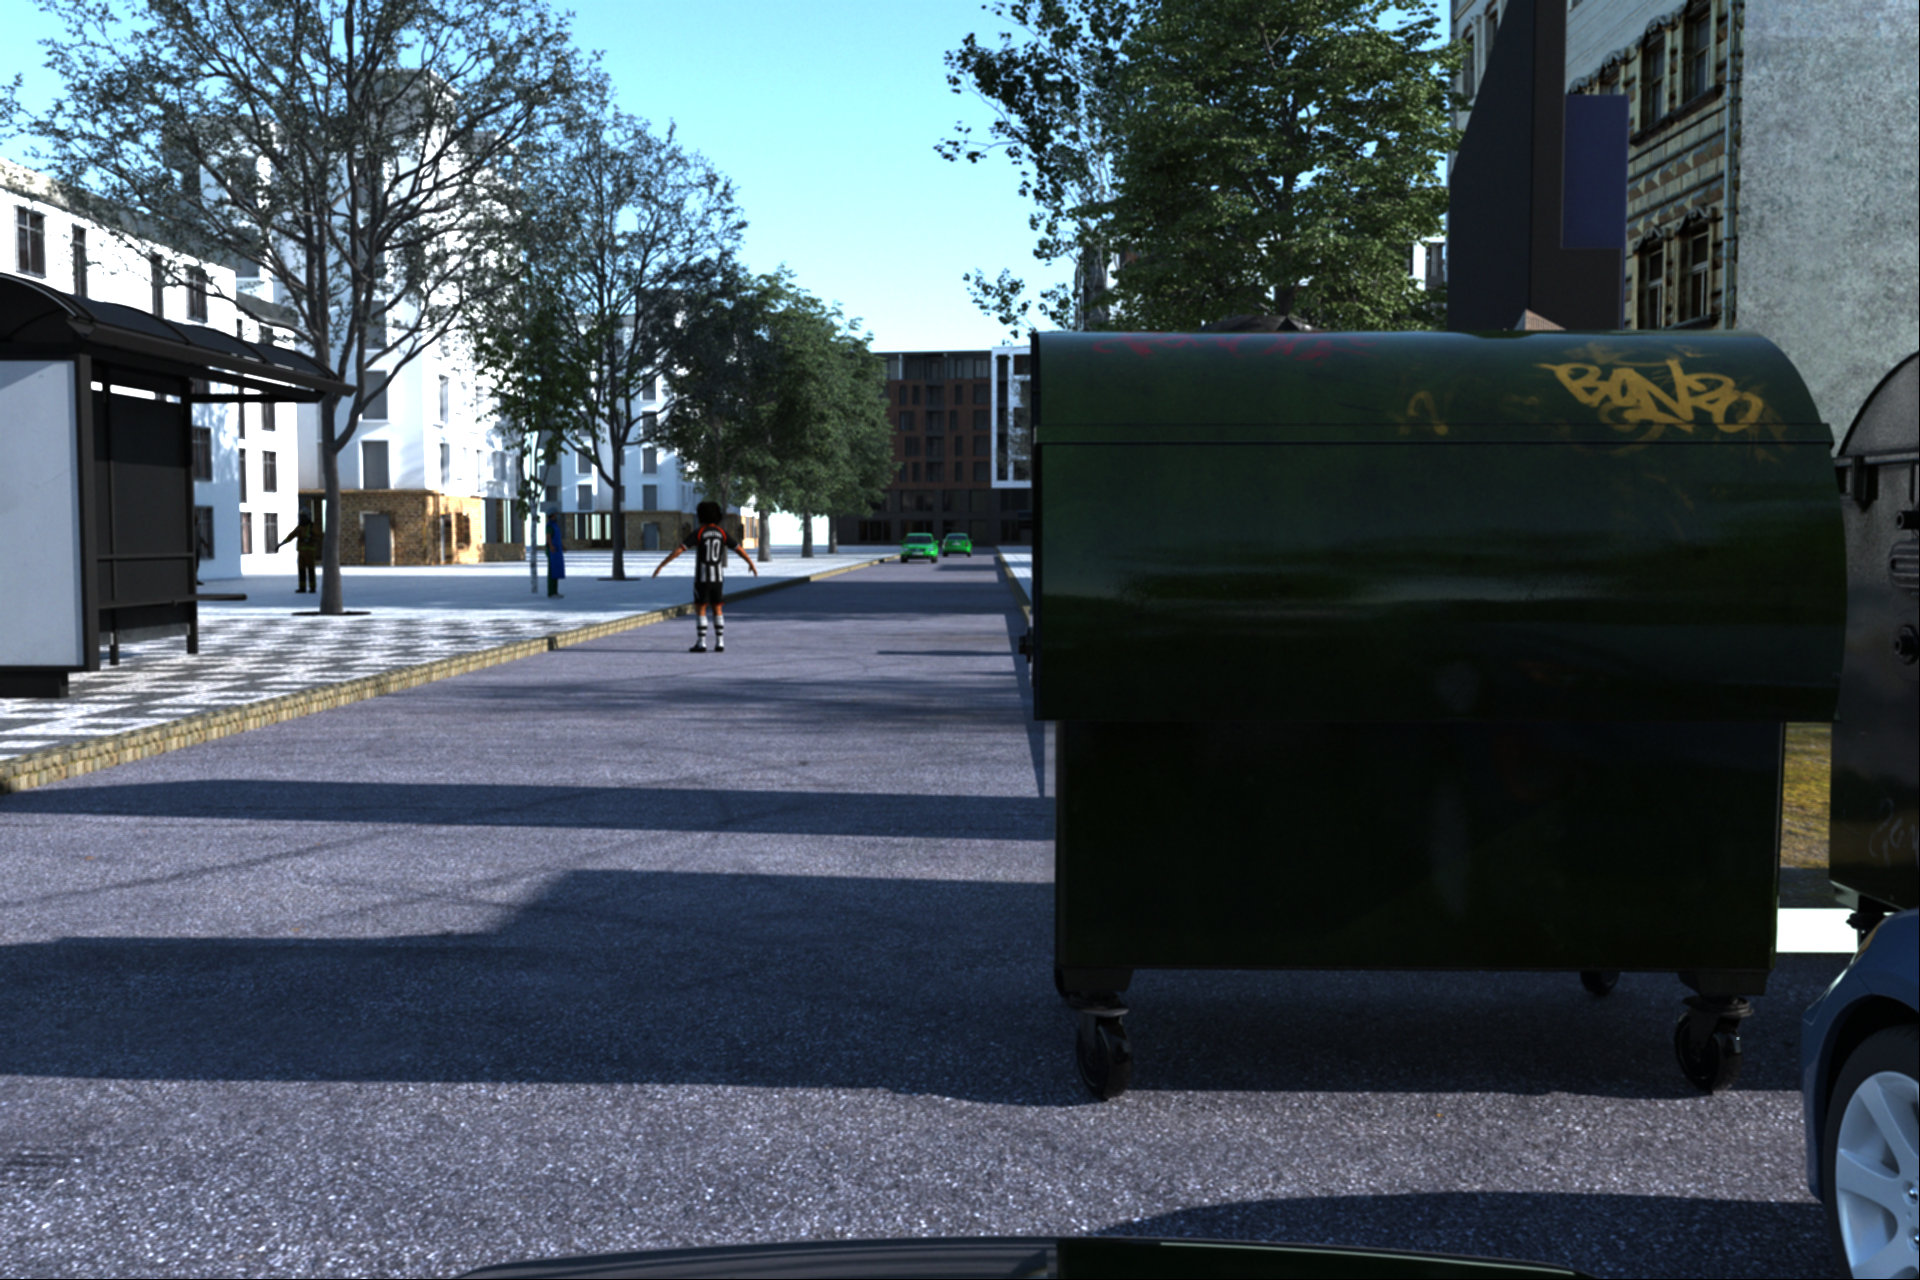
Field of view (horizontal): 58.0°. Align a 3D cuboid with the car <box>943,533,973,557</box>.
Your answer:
[{"bbox_3d":[-0.168,-6.165,109.590,1.959,1.807,4.718,0,4,1],"label":"car"}]

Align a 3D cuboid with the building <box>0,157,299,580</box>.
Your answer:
[{"bbox_3d":[-25.765,-6.678,51.329,9.099,9.664,28.070,0,4,0],"label":"building"}]

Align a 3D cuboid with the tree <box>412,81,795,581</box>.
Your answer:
[{"bbox_3d":[-9.598,-8.395,47.621,12.009,13.543,11.850,0,3,0],"label":"tree"}]

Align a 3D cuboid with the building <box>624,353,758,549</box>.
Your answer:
[{"bbox_3d":[-24.582,-18.077,151.973,16.016,20.090,11.380,0,4,2],"label":"building"}]

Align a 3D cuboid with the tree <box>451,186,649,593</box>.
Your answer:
[{"bbox_3d":[-9.152,-5.351,37.849,4.737,8.622,4.395,0,3,0],"label":"tree"}]

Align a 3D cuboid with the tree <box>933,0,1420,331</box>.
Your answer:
[{"bbox_3d":[5.483,-11.570,45.066,12.611,20.169,13.585,0,3,0],"label":"tree"}]

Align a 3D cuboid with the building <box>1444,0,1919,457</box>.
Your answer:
[{"bbox_3d":[22.166,-12.616,37.204,19.493,23.208,18.063,0,4,1],"label":"building"}]

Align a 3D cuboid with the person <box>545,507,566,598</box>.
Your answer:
[{"bbox_3d":[-8.100,-1.744,34.648,0.704,1.817,1.347,0,4,-3],"label":"person"}]

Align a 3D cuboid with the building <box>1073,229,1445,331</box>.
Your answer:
[{"bbox_3d":[22.538,-17.665,132.797,27.936,21.610,32.646,0,4,1],"label":"building"}]

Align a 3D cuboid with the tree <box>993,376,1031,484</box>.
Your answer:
[{"bbox_3d":[7.452,-11.994,106.473,12.009,13.543,11.850,0,3,0],"label":"tree"}]

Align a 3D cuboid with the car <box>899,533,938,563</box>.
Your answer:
[{"bbox_3d":[-2.039,-4.773,86.839,1.959,1.807,4.718,0,4,1],"label":"car"}]

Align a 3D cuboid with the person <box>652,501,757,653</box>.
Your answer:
[{"bbox_3d":[-3.061,-0.760,21.030,1.345,1.843,0.704,-2,4,-30],"label":"person"}]

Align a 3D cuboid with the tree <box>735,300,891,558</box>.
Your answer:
[{"bbox_3d":[-8.458,-11.478,94.327,9.857,13.997,8.962,0,3,0],"label":"tree"}]

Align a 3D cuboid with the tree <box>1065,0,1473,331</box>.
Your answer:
[{"bbox_3d":[5.486,-6.832,29.823,7.486,12.596,7.792,0,3,0],"label":"tree"}]

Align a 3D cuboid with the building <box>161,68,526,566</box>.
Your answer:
[{"bbox_3d":[-26.430,-13.181,71.924,16.016,20.090,11.380,0,4,0],"label":"building"}]

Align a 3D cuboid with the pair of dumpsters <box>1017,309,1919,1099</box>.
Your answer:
[{"bbox_3d":[2.378,0.007,4.829,4.436,2.255,1.574,0,4,1],"label":"pair of dumpsters"}]

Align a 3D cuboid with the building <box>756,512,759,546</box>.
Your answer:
[{"bbox_3d":[-26.075,-19.222,170.694,16.016,20.090,11.380,0,4,2],"label":"building"}]

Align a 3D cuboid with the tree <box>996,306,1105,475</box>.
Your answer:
[{"bbox_3d":[6.983,-11.175,93.074,12.009,13.543,11.850,0,3,0],"label":"tree"}]

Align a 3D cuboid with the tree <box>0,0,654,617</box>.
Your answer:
[{"bbox_3d":[-9.811,-7.136,27.050,12.009,13.543,11.850,0,3,0],"label":"tree"}]

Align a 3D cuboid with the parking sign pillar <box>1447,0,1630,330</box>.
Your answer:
[{"bbox_3d":[2.702,-1.211,8.270,1.447,3.967,1.447,0,3,0],"label":"parking sign pillar"}]

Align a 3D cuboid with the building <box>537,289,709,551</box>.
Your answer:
[{"bbox_3d":[-26.710,-17.032,134.891,16.016,20.090,11.380,0,4,2],"label":"building"}]

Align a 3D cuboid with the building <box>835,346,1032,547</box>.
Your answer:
[{"bbox_3d":[3.566,-21.728,201.685,32.646,21.610,27.936,1,4,10],"label":"building"}]

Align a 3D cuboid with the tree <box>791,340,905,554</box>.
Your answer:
[{"bbox_3d":[-8.209,-12.579,112.328,9.857,13.997,8.962,0,3,0],"label":"tree"}]

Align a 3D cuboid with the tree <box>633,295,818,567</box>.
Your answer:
[{"bbox_3d":[-8.856,-8.085,66.599,8.767,10.594,7.601,3,4,36],"label":"tree"}]

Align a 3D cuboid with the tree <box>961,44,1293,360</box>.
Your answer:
[{"bbox_3d":[6.517,-12.855,66.075,12.611,20.169,13.585,0,3,0],"label":"tree"}]

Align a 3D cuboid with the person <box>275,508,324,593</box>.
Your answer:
[{"bbox_3d":[-14.270,-1.957,37.767,1.354,1.858,0.705,1,4,12],"label":"person"}]

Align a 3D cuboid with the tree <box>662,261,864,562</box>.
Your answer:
[{"bbox_3d":[-9.149,-10.588,79.762,9.857,13.997,8.962,0,3,0],"label":"tree"}]

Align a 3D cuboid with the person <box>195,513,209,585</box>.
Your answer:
[{"bbox_3d":[-19.193,-2.282,43.433,0.705,1.813,1.348,0,4,-3],"label":"person"}]

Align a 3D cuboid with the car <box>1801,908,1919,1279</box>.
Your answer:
[{"bbox_3d":[2.384,0.653,1.321,2.014,1.417,4.499,0,4,1],"label":"car"}]

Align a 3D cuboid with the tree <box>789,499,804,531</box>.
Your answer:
[{"bbox_3d":[-18.192,-15.317,200.787,4.737,8.622,4.395,0,3,0],"label":"tree"}]

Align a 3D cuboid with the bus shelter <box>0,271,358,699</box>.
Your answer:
[{"bbox_3d":[-7.519,-1.349,15.977,2.014,3.302,5.546,0,4,1],"label":"bus shelter"}]
